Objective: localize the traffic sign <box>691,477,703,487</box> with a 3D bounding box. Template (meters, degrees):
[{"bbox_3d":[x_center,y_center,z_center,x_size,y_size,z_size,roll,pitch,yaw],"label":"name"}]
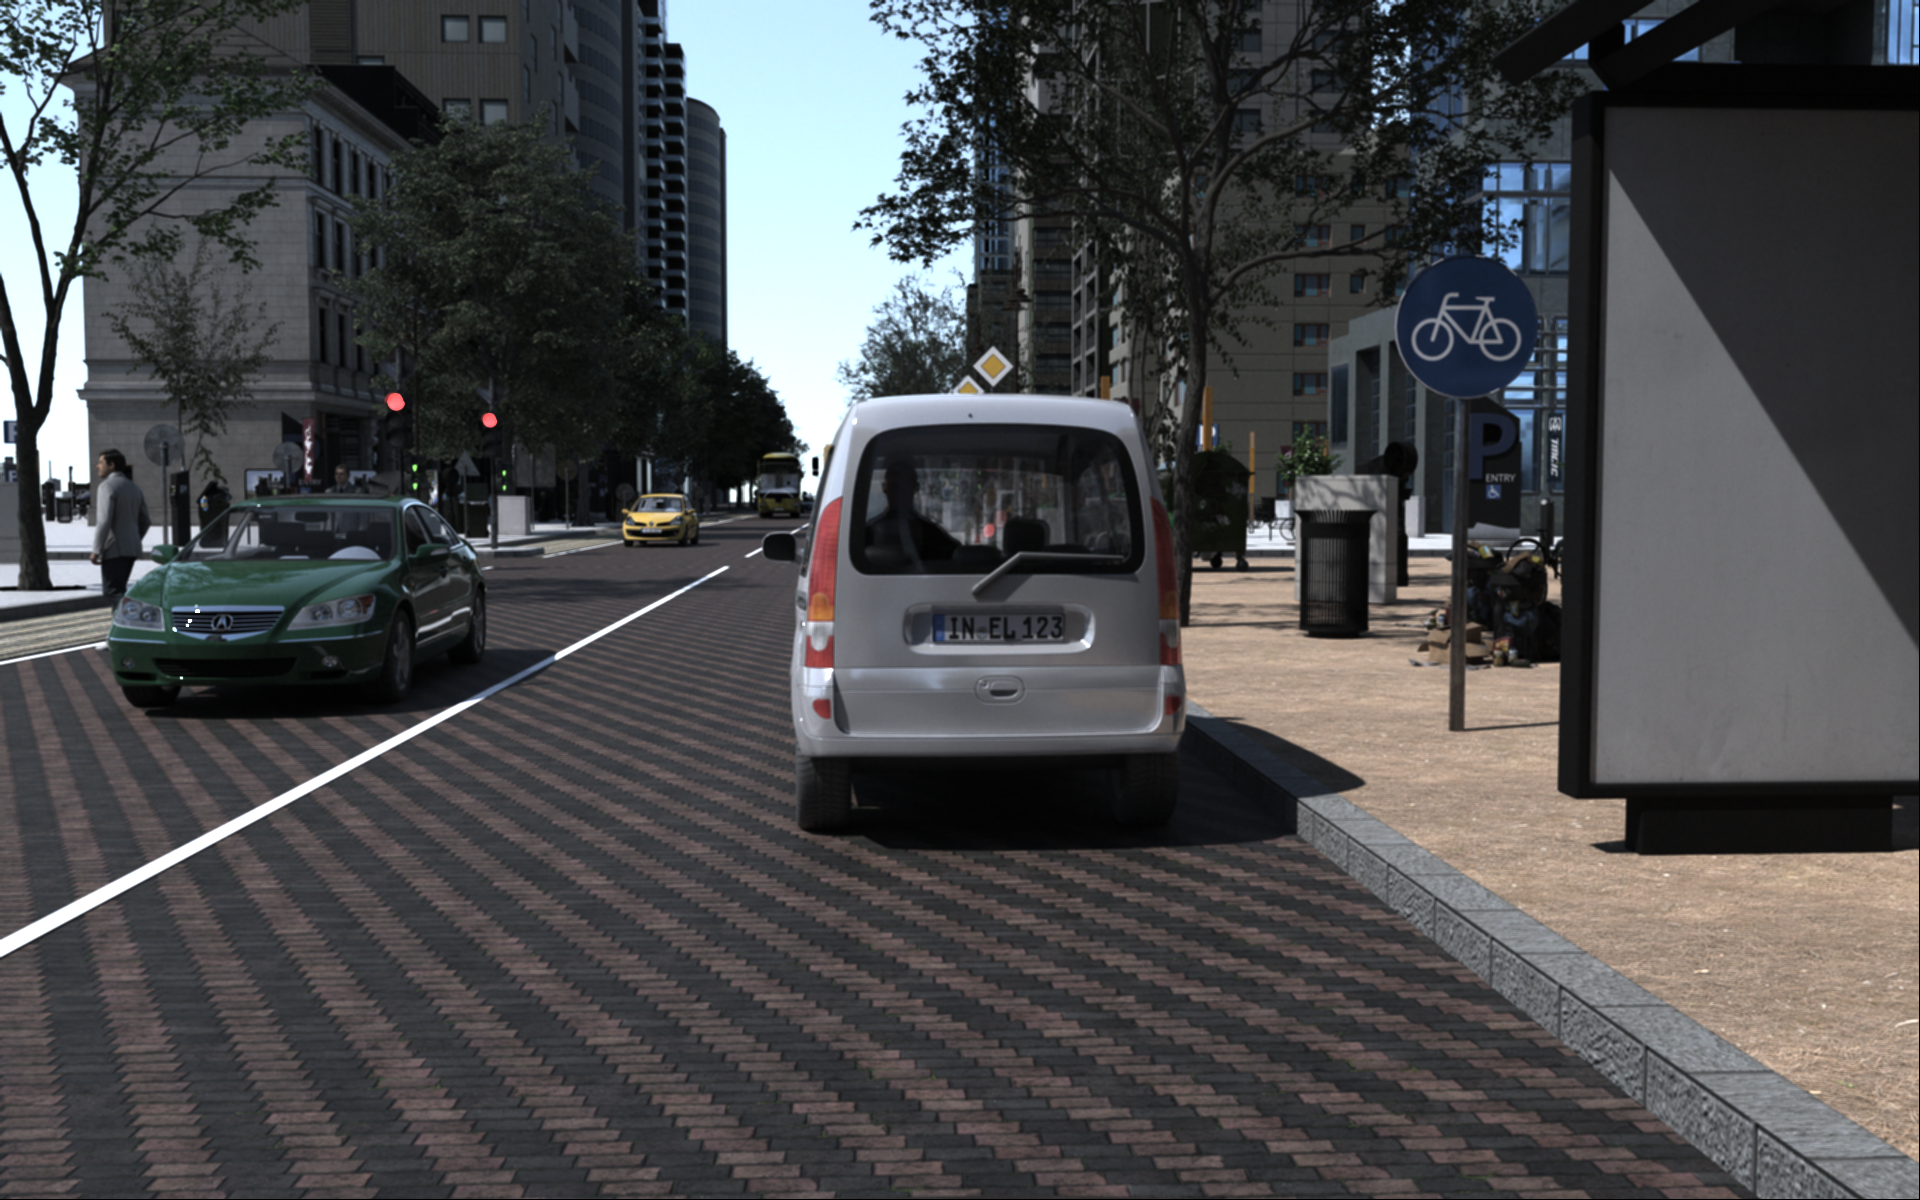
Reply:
[{"bbox_3d":[-17.236,-6.878,113.640,0.795,2.450,0.064,0,4,4],"label":"traffic sign"}]

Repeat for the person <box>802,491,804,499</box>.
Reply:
[{"bbox_3d":[-21.257,-13.880,235.417,0.705,1.826,1.348,1,4,10],"label":"person"}]

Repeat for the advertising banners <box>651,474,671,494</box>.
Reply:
[{"bbox_3d":[-17.738,-6.480,102.139,0.090,3.025,2.074,2,4,30],"label":"advertising banners"}]

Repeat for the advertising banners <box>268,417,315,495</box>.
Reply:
[{"bbox_3d":[-15.454,-2.684,40.079,2.074,3.025,0.090,3,5,40],"label":"advertising banners"}]

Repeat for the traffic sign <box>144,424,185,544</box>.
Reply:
[{"bbox_3d":[-14.501,-1.924,31.569,0.768,2.556,0.104,0,4,5],"label":"traffic sign"}]

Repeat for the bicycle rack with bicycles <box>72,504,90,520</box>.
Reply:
[{"bbox_3d":[-43.246,-4.511,87.140,2.925,0.926,2.852,-1,4,-13],"label":"bicycle rack with bicycles"}]

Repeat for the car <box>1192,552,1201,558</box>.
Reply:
[{"bbox_3d":[3.321,-1.713,36.811,4.718,1.807,1.959,0,4,-3],"label":"car"}]

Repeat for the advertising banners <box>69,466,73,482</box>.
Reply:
[{"bbox_3d":[-55.196,-6.771,106.898,0.090,3.025,2.074,0,4,-2],"label":"advertising banners"}]

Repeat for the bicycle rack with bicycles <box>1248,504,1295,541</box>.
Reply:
[{"bbox_3d":[9.857,-2.062,47.101,2.925,0.926,2.852,-1,4,-16],"label":"bicycle rack with bicycles"}]

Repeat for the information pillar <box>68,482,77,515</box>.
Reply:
[{"bbox_3d":[-53.310,-6.086,103.994,0.304,2.012,0.304,1,4,14],"label":"information pillar"}]

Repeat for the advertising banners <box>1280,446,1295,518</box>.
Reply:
[{"bbox_3d":[12.618,-4.074,62.792,2.074,3.025,0.090,0,4,-2],"label":"advertising banners"}]

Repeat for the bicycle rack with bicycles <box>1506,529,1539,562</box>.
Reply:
[{"bbox_3d":[9.505,-0.728,25.280,2.925,0.926,2.852,1,4,17],"label":"bicycle rack with bicycles"}]

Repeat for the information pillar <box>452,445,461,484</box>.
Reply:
[{"bbox_3d":[-23.883,-5.555,82.183,0.183,3.616,0.504,2,4,26],"label":"information pillar"}]

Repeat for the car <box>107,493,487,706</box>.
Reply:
[{"bbox_3d":[-4.869,-0.092,13.306,2.131,1.459,4.920,0,4,-5],"label":"car"}]

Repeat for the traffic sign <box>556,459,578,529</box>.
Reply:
[{"bbox_3d":[-14.303,-3.850,63.060,0.768,2.556,0.104,0,4,-2],"label":"traffic sign"}]

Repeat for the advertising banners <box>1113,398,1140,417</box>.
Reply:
[{"bbox_3d":[2.277,-2.165,31.590,2.074,3.025,0.090,0,4,-1],"label":"advertising banners"}]

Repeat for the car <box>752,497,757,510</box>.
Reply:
[{"bbox_3d":[-16.308,-8.308,144.624,1.959,1.807,4.718,0,4,-2],"label":"car"}]

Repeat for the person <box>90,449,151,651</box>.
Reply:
[{"bbox_3d":[-7.557,-0.451,15.721,0.795,1.843,0.661,1,4,9],"label":"person"}]

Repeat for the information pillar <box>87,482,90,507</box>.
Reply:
[{"bbox_3d":[-55.128,-6.444,109.853,0.304,2.012,0.304,-3,5,-45],"label":"information pillar"}]

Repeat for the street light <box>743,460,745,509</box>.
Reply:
[{"bbox_3d":[-19.009,-10.972,152.175,0.468,5.910,1.993,0,4,-3],"label":"street light"}]

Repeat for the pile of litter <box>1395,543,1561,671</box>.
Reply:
[{"bbox_3d":[4.042,0.039,13.325,1.719,0.858,1.176,-2,4,-34],"label":"pile of litter"}]

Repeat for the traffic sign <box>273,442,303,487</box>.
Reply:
[{"bbox_3d":[-16.357,-2.574,42.198,0.768,2.556,0.104,0,4,2],"label":"traffic sign"}]

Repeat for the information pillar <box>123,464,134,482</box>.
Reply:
[{"bbox_3d":[-20.388,-2.318,42.387,0.304,2.012,0.304,-3,4,-36],"label":"information pillar"}]

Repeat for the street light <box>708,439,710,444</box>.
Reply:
[{"bbox_3d":[-17.103,-8.813,116.886,0.468,5.910,1.993,0,4,-3],"label":"street light"}]

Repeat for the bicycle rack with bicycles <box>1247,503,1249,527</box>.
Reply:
[{"bbox_3d":[10.591,-3.151,64.894,2.925,0.926,2.852,-1,4,-22],"label":"bicycle rack with bicycles"}]

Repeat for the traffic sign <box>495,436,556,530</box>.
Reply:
[{"bbox_3d":[-15.388,-4.109,61.052,2.265,3.308,0.079,0,4,1],"label":"traffic sign"}]

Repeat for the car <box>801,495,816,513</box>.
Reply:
[{"bbox_3d":[-11.236,-7.267,131.398,1.945,1.354,3.894,0,4,-5],"label":"car"}]

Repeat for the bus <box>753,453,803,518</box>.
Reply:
[{"bbox_3d":[-11.096,-7.061,106.992,2.896,3.916,12.252,0,4,-5],"label":"bus"}]

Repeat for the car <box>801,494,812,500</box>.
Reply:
[{"bbox_3d":[-22.308,-14.965,254.894,2.015,1.641,3.980,0,4,-4],"label":"car"}]

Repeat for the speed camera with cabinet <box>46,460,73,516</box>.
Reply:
[{"bbox_3d":[-52.422,-6.512,100.812,2.038,3.252,0.660,3,4,38],"label":"speed camera with cabinet"}]

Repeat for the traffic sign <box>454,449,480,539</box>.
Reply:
[{"bbox_3d":[-14.216,-3.044,49.768,0.884,2.594,0.081,0,4,4],"label":"traffic sign"}]

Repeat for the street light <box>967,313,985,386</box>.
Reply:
[{"bbox_3d":[0.459,-4.383,44.444,0.468,5.910,1.993,0,4,-3],"label":"street light"}]

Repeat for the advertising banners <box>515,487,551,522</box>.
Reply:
[{"bbox_3d":[-19.651,-5.044,78.650,2.074,3.025,0.090,-2,4,-27],"label":"advertising banners"}]

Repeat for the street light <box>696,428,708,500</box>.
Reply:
[{"bbox_3d":[-16.753,-8.480,111.432,0.468,5.910,1.993,0,4,-3],"label":"street light"}]

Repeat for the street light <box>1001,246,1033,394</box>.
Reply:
[{"bbox_3d":[1.061,-3.653,32.510,0.468,5.910,1.993,0,4,-3],"label":"street light"}]

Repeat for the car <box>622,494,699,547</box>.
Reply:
[{"bbox_3d":[-8.309,-2.325,48.242,2.015,1.641,3.980,0,4,-2],"label":"car"}]

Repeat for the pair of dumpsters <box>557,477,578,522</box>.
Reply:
[{"bbox_3d":[-18.184,-4.903,82.657,1.574,2.255,4.437,0,4,-3],"label":"pair of dumpsters"}]

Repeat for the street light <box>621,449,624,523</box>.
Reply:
[{"bbox_3d":[-14.890,-6.337,76.393,0.468,5.910,1.993,0,4,-3],"label":"street light"}]

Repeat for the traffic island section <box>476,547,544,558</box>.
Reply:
[{"bbox_3d":[-10.862,-1.105,40.344,2.009,0.180,2.903,0,4,-3],"label":"traffic island section"}]

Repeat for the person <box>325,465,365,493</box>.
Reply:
[{"bbox_3d":[-8.016,-0.843,22.383,0.694,1.812,0.767,0,4,5],"label":"person"}]

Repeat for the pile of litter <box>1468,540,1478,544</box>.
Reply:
[{"bbox_3d":[5.009,-0.152,16.449,1.176,0.858,1.719,-2,4,-33],"label":"pile of litter"}]

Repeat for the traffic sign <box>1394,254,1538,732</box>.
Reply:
[{"bbox_3d":[2.691,-0.563,9.305,0.768,2.556,0.104,0,4,0],"label":"traffic sign"}]

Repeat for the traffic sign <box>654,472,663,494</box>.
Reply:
[{"bbox_3d":[-18.128,-6.307,103.121,0.884,2.594,0.081,0,4,3],"label":"traffic sign"}]

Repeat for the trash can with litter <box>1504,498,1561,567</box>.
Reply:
[{"bbox_3d":[10.612,-1.251,31.516,1.678,1.210,2.233,1,4,13],"label":"trash can with litter"}]

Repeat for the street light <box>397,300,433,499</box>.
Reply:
[{"bbox_3d":[-12.965,-4.194,41.358,0.468,5.910,1.993,0,4,-3],"label":"street light"}]

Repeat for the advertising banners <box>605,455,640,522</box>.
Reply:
[{"bbox_3d":[-15.462,-5.034,78.493,2.074,3.025,0.090,-2,4,-35],"label":"advertising banners"}]

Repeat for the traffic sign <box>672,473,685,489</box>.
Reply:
[{"bbox_3d":[-16.628,-6.261,102.474,0.768,2.556,0.104,0,4,-1],"label":"traffic sign"}]
